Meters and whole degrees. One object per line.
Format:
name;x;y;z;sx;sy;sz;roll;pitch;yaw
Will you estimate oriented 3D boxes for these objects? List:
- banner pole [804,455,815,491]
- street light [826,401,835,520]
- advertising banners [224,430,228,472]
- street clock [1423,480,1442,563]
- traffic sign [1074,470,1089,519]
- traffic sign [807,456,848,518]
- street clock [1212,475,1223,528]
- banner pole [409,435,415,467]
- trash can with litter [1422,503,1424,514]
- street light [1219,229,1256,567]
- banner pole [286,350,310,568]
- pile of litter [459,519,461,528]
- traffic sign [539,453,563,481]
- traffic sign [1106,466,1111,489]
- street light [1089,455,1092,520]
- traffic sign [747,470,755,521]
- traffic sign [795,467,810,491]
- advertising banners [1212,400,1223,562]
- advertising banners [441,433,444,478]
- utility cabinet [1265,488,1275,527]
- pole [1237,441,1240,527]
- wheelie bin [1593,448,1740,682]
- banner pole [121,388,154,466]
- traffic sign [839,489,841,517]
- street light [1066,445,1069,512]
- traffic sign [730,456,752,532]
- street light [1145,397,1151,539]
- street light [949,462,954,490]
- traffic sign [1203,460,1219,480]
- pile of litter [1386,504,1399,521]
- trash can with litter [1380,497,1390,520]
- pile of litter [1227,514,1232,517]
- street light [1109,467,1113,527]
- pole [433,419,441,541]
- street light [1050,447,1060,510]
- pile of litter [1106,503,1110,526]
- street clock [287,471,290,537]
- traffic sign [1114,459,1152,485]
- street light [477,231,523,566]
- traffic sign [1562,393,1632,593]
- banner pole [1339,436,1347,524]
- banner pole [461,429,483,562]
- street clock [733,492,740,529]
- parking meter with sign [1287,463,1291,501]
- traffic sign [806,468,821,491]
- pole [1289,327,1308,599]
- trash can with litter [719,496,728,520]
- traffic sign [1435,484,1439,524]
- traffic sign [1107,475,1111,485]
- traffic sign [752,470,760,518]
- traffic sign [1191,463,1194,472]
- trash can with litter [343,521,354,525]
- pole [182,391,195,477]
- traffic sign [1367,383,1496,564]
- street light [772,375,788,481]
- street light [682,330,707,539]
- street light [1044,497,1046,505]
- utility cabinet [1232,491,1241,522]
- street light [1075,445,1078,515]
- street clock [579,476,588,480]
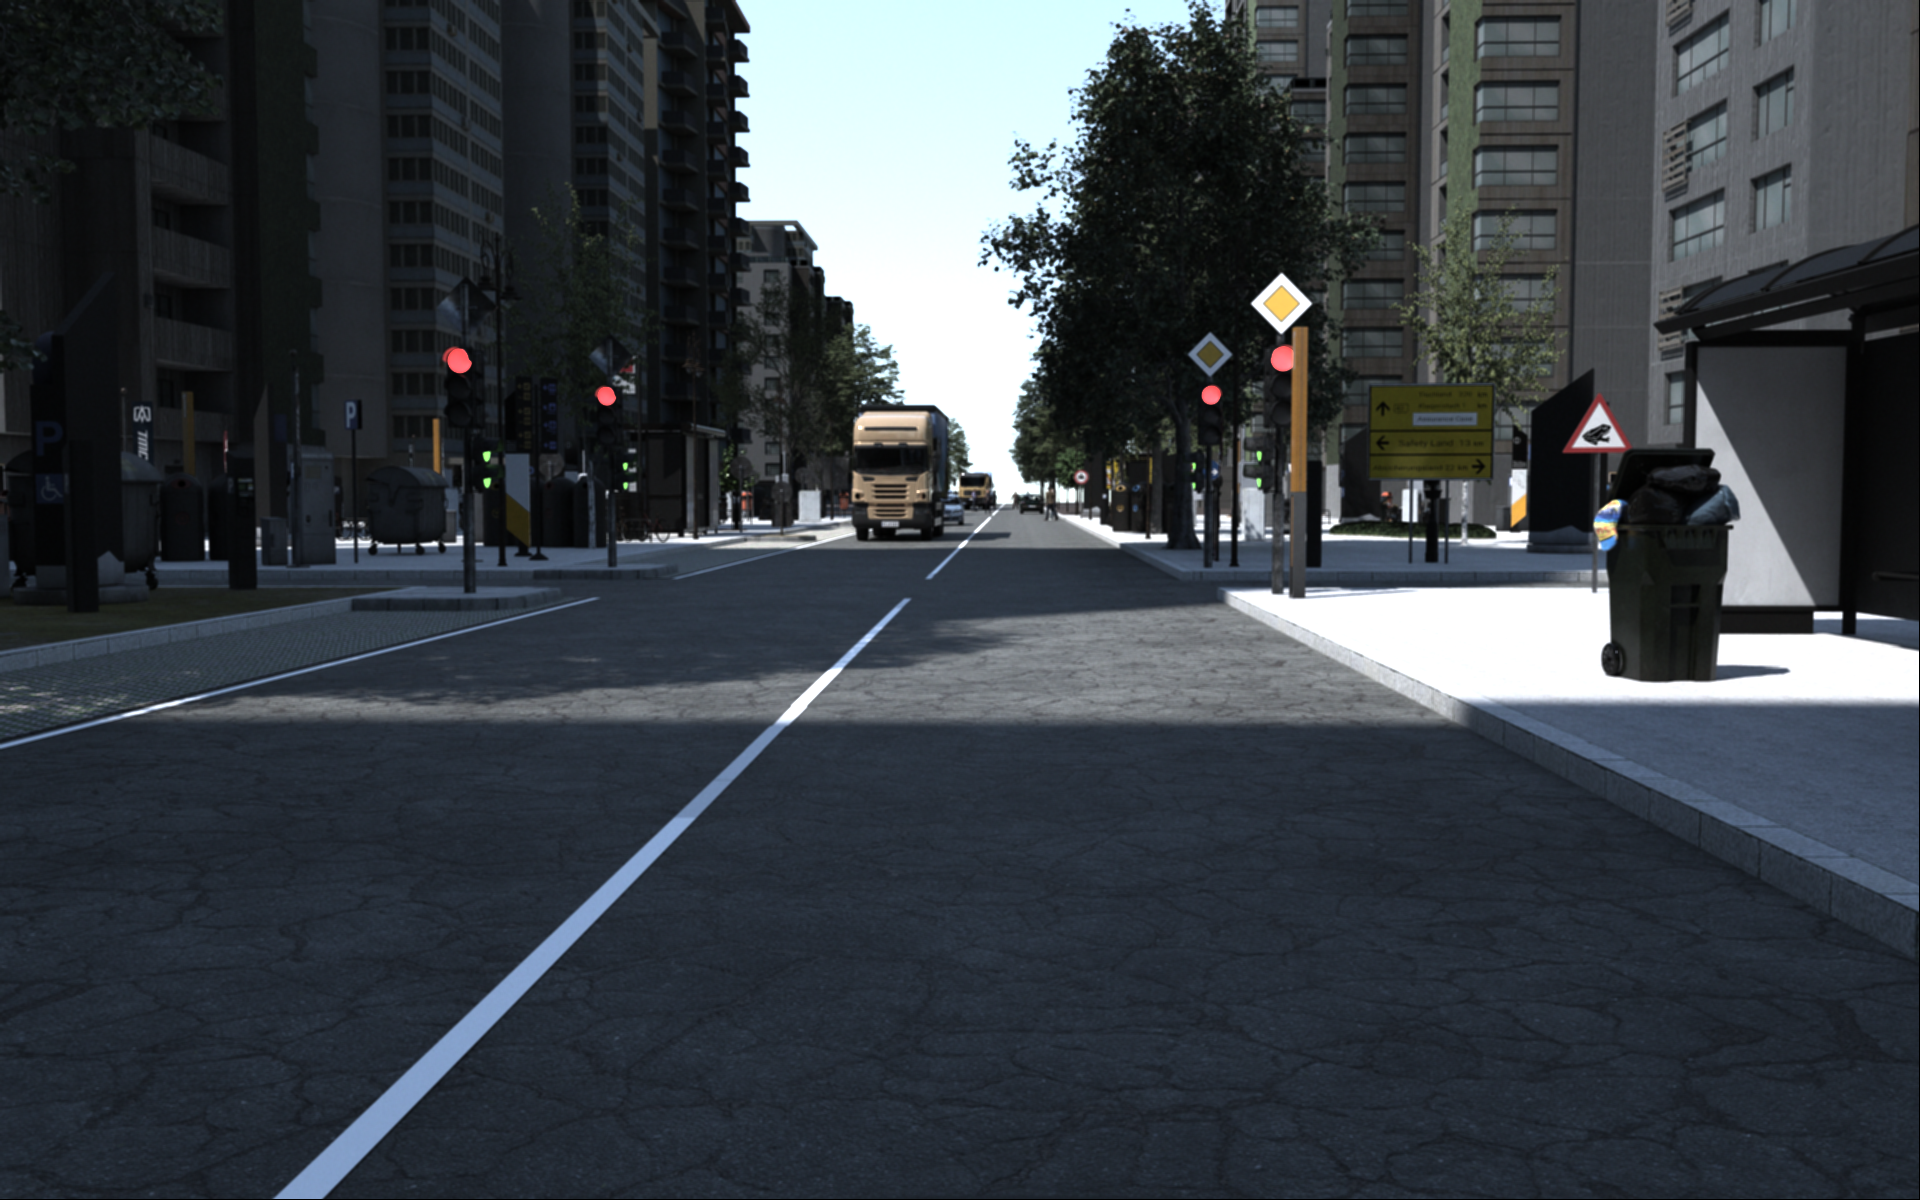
banner pole;-8.877;-6.817;101.482;0.863;3.779;0.401;1;4;19
street light;-6.366;-6.916;85.857;0.468;5.910;1.993;0;4;2
advertising banners;-19.629;-3.091;46.723;0.090;3.025;2.074;-2;4;-32
street clock;8.872;-1.710;32.521;0.471;2.002;0.358;2;4;35
traffic sign;6.332;-5.523;90.409;0.768;2.556;0.104;1;4;10
traffic sign;-7.191;-6.115;93.847;2.265;3.308;0.079;1;4;8
street clock;9.761;-3.744;65.782;0.358;2.002;0.471;2;4;34
banner pole;-23.155;-5.093;73.283;0.401;3.779;0.863;0;4;2
trash can with litter;18.712;-3.697;71.830;1.055;1.170;0.624;2;4;26
street light;4.856;-3.529;30.493;0.468;5.910;1.993;0;4;2
banner pole;-11.442;-2.440;29.915;0.401;3.779;0.863;-2;4;-28
pile of litter;-18.862;-3.178;65.933;1.719;0.858;1.176;-3;5;-39
traffic sign;-11.919;-3.076;50.397;0.768;2.556;0.104;0;4;4
traffic sign;9.069;-6.799;105.036;2.265;3.308;0.079;0;4;2
street light;6.526;-6.954;86.489;0.468;5.910;1.993;0;4;2
traffic sign;-9.966;-4.959;81.187;0.768;2.556;0.104;0;4;5
traffic sign;-7.480;-5.022;82.208;0.768;2.556;0.104;1;4;10
advertising banners;4.925;-2.263;33.192;0.090;3.025;2.074;0;4;5
advertising banners;-14.764;-3.247;49.273;0.090;3.025;2.074;-1;4;-12
utility cabinet;11.820;-3.554;66.792;0.318;1.500;1.173;2;4;33
pole;10.715;-4.473;66.979;0.158;3.312;0.155;0;3;0
wheelie bin;4.931;-0.251;12.016;0.980;1.594;0.693;0;4;-6
banner pole;-19.501;-3.119;41.020;0.863;3.779;0.401;-1;4;-11
traffic sign;-6.749;-5.958;97.520;0.768;2.556;0.104;0;4;7
street light;7.763;-9.309;124.982;0.468;5.910;1.993;0;4;2
traffic sign;-7.352;-3.545;58.069;0.768;2.556;0.104;0;4;6
street light;5.392;-4.692;49.494;0.468;5.910;1.993;0;4;2
street light;-1.379;-16.687;245.622;0.468;5.910;1.993;0;4;2
traffic sign;9.358;-3.960;64.847;0.768;2.556;0.104;1;4;9
pile of litter;18.382;-3.699;74.451;1.719;0.858;1.176;-3;4;-36
trash can with litter;17.485;-3.750;72.704;1.055;1.170;0.624;-2;4;-25
pile of litter;15.370;-4.955;94.980;1.176;0.858;1.719;-2;4;-33
street light;5.955;-5.812;67.821;0.468;5.910;1.993;0;4;2
pole;-14.189;-3.254;47.054;0.158;3.312;0.155;0;3;0
street light;8.898;-11.584;162.183;0.468;5.910;1.993;0;4;2
pile of litter;6.551;-3.472;70.740;1.176;0.858;1.719;2;4;31
street clock;-20.224;-2.892;51.847;0.471;2.002;0.358;-2;4;-24
traffic sign;9.795;-6.383;98.241;2.265;3.308;0.079;0;4;3
street light;-8.155;-3.541;30.687;0.468;5.910;1.993;0;4;2
traffic sign;8.233;-1.370;22.397;0.884;2.594;0.081;0;4;8
banner pole;16.351;-5.139;74.039;0.401;3.779;0.863;2;4;34
banner pole;-9.255;-2.628;32.982;0.401;3.779;0.863;0;4;-1
street clock;-8.058;-3.538;62.411;0.358;2.002;0.471;-1;4;-8
parking meter with sign;19.022;-6.247;98.402;0.543;3.016;1.738;1;4;23
traffic sign;-7.432;-5.340;87.308;0.884;2.594;0.081;0;4;7
pole;4.155;-1.676;21.249;0.158;3.312;0.155;0;3;0
trash can with litter;-11.906;-4.553;85.830;0.624;1.170;1.055;-2;4;-26
traffic sign;9.236;-2.045;33.542;0.768;2.556;0.104;0;4;5
traffic sign;8.604;-6.267;102.474;0.884;2.594;0.081;0;4;4
traffic sign;-10.998;-5.613;91.876;0.768;2.556;0.104;0;4;7
traffic sign;8.112;-3.765;61.660;0.768;2.556;0.104;0;4;5
trash can with litter;-26.314;-3.806;73.284;1.678;1.210;2.233;-2;4;-28
pole;-15.352;-2.487;34.509;0.158;3.312;0.155;0;3;0
traffic sign;8.652;-2.325;31.892;2.265;3.308;0.079;1;4;9
street light;-6.974;-5.783;67.339;0.468;5.910;1.993;0;4;2
street light;-7.499;-4.662;49.011;0.468;5.910;1.993;0;4;2
street light;10.331;-14.402;208.264;0.468;5.910;1.993;0;4;2
utility cabinet;12.891;-4.260;78.326;1.173;1.500;0.318;2;4;31
street light;7.054;-8.075;104.817;0.468;5.910;1.993;0;4;2
street clock;-14.928;-3.946;69.079;0.358;2.002;0.471;3;5;41
